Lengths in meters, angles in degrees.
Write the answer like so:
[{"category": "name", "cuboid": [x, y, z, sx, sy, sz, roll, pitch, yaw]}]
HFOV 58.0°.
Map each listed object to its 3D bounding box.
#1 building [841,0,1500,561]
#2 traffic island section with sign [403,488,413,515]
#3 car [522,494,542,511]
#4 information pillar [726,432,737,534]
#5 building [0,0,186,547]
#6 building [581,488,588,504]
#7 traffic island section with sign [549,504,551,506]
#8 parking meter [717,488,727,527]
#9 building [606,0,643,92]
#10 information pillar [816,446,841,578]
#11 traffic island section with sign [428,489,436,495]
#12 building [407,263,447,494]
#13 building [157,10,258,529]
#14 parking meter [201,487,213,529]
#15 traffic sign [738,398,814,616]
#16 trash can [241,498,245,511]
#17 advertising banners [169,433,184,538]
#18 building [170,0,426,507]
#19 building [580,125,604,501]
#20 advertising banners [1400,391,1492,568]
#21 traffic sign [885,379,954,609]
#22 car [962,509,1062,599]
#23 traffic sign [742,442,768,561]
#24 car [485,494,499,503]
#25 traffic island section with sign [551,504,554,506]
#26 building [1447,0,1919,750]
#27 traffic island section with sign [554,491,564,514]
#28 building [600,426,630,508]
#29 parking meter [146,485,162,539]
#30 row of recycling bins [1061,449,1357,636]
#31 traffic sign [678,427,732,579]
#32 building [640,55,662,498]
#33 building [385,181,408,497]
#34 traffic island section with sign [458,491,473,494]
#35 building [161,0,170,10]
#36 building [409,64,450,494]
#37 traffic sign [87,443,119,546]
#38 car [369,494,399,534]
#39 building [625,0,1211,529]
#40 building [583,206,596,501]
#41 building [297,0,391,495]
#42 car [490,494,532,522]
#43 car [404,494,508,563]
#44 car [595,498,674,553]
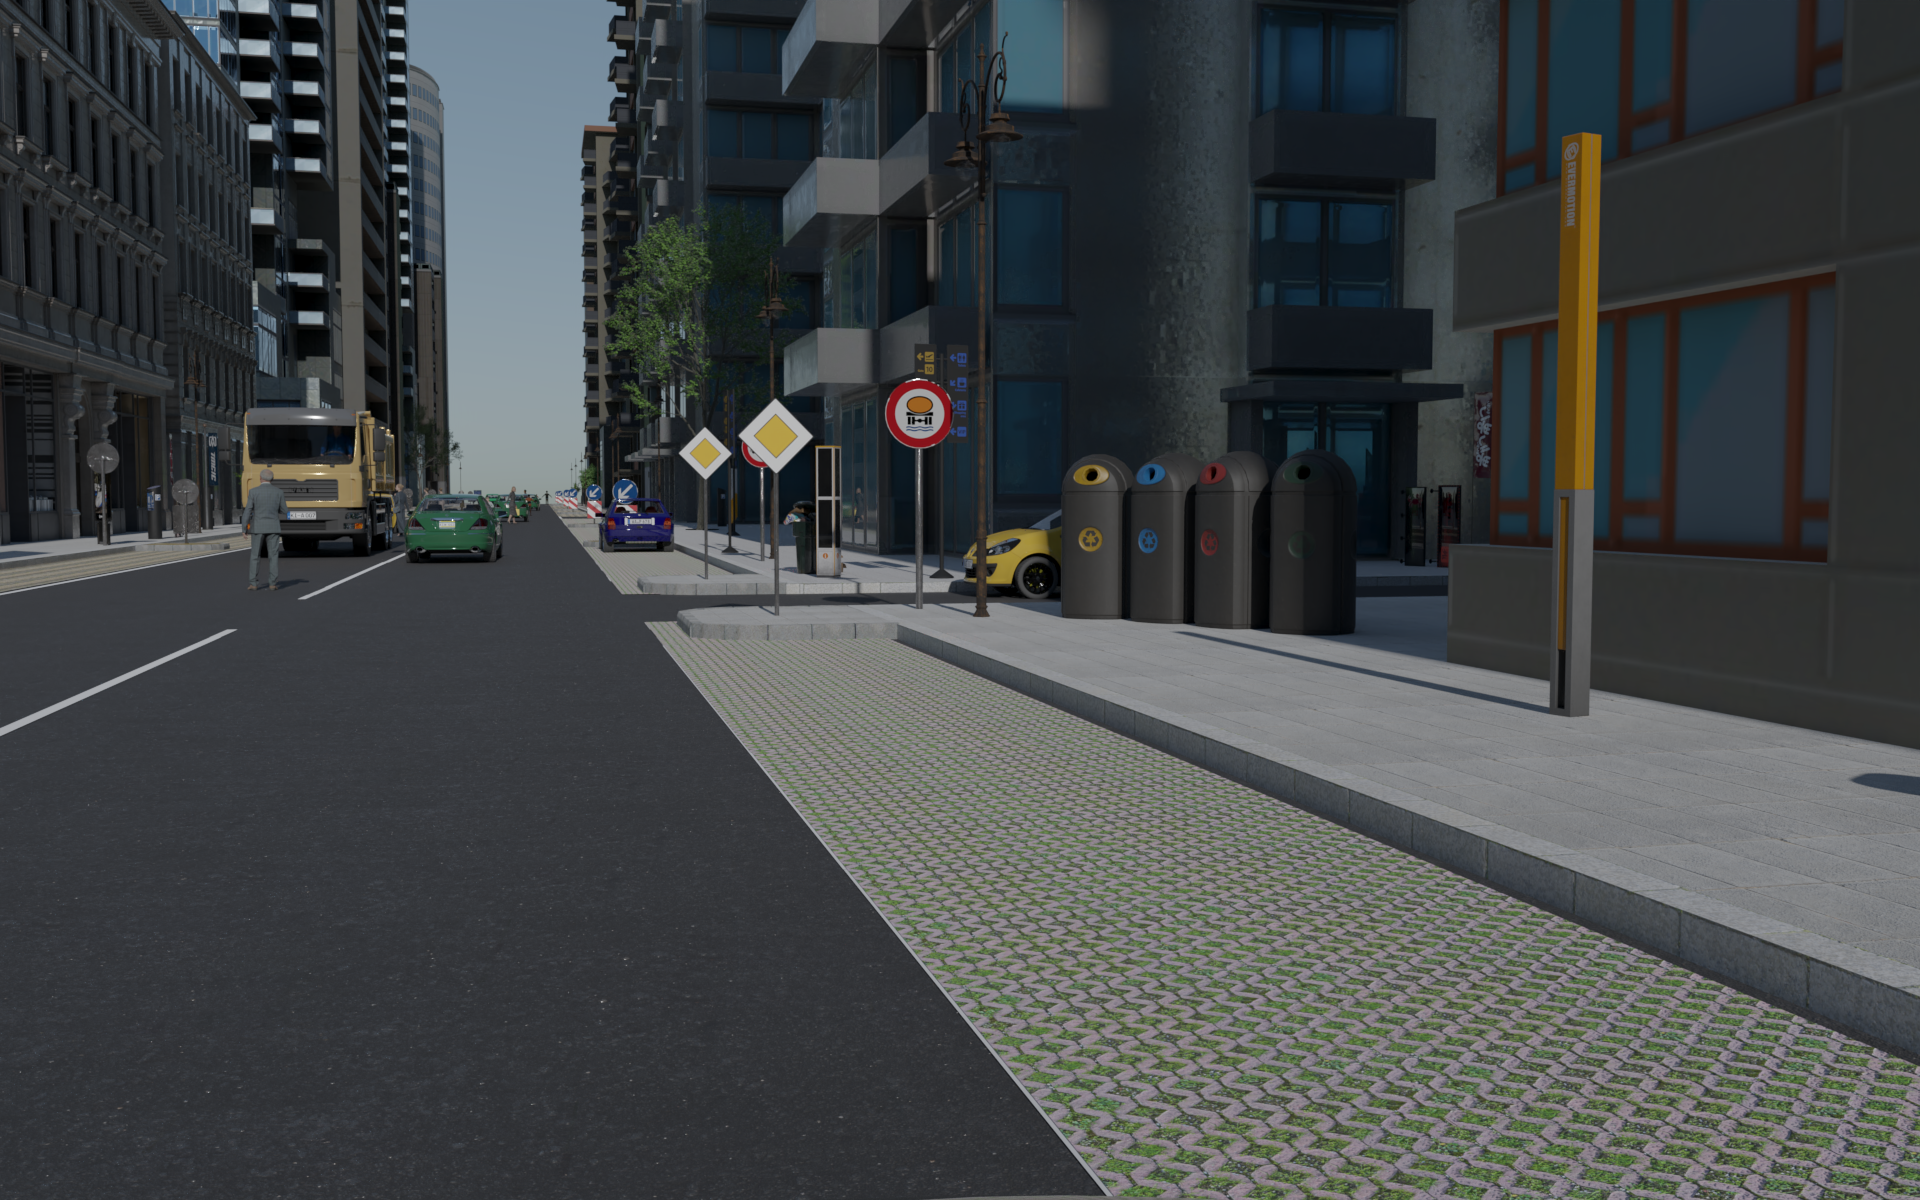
[{"category": "building", "cuboid": [10.742, -25.879, 42.723, 30.456, 49.044, 23.786, -1, 4, -14]}, {"category": "traffic island section with sign", "cuboid": [-38.179, -6.809, 119.959, 1.989, 1.847, 2.006, -1, 4, -14]}, {"category": "car", "cuboid": [-37.133, -8.398, 149.100, 2.131, 1.459, 4.920, -1, 4, -12]}, {"category": "information pillar", "cuboid": [-7.209, -3.882, 54.830, 0.183, 3.616, 0.504, -2, 4, -35]}, {"category": "building", "cuboid": [-27.867, -11.633, 41.105, 10.553, 20.767, 40.483, -1, 4, -14]}, {"category": "building", "cuboid": [-34.519, -33.061, 232.427, 32.217, 40.220, 23.993, -1, 4, -14]}, {"category": "traffic island section with sign", "cuboid": [-47.109, -11.915, 203.439, 1.989, 1.847, 2.006, -1, 4, -14]}, {"category": "parking meter", "cuboid": [-9.391, -3.666, 68.350, 0.372, 1.533, 0.369, 0, 3, 0]}, {"category": "building", "cuboid": [-14.844, -29.076, 130.012, 22.147, 44.769, 28.867, -1, 4, -14]}, {"category": "information pillar", "cuboid": [-2.015, -1.351, 26.577, 0.304, 2.012, 0.304, 1, 4, 17]}, {"category": "traffic island section with sign", "cuboid": [-44.689, -8.455, 146.859, 1.989, 1.847, 2.006, -1, 4, -14]}, {"category": "building", "cuboid": [-71.057, -26.990, 212.981, 14.160, 30.474, 14.107, -1, 4, -14]}, {"category": "building", "cuboid": [-34.879, -13.507, 69.988, 9.793, 20.994, 18.267, -1, 4, -14]}, {"category": "parking meter", "cuboid": [-27.525, -3.359, 63.329, 0.372, 1.533, 0.369, 0, 3, 0]}, {"category": "traffic sign", "cuboid": [-1.934, -0.890, 18.201, 0.795, 2.450, 0.064, -1, 4, -14]}, {"category": "trash can", "cuboid": [-27.041, -3.327, 66.055, 0.748, 1.137, 0.748, 0, 3, 0]}, {"category": "advertising banners", "cuboid": [-23.091, -3.353, 51.013, 0.090, 3.025, 2.074, -1, 4, -16]}, {"category": "building", "cuboid": [-70.213, -53.556, 188.314, 22.319, 86.520, 31.000, -1, 4, -14]}, {"category": "building", "cuboid": [-33.384, -33.688, 205.421, 22.147, 44.769, 28.867, -1, 4, -14]}, {"category": "advertising banners", "cuboid": [8.489, -2.073, 30.087, 0.090, 3.025, 2.074, -2, 4, -34]}, {"category": "traffic sign", "cuboid": [-0.453, -1.171, 19.256, 0.768, 2.556, 0.104, -1, 4, -8]}, {"category": "car", "cuboid": [2.018, -0.883, 24.667, 3.980, 1.641, 2.015, -1, 4, -14]}, {"category": "traffic sign", "cuboid": [-3.767, -2.011, 32.986, 0.768, 2.556, 0.104, -1, 4, -12]}, {"category": "car", "cuboid": [-50.400, -10.883, 186.732, 1.959, 1.807, 4.718, -1, 4, -12]}, {"category": "traffic island section with sign", "cuboid": [-33.878, -8.576, 148.842, 1.989, 1.847, 2.006, -1, 4, -14]}, {"category": "building", "cuboid": [20.546, -9.586, 1.778, 27.650, 21.520, 28.899, -1, 4, -14]}, {"category": "traffic island section with sign", "cuboid": [-27.531, -6.973, 122.642, 1.989, 1.847, 2.006, -1, 4, -14]}, {"category": "building", "cuboid": [-21.523, -51.737, 158.576, 22.319, 86.520, 31.000, -1, 4, -14]}, {"category": "parking meter", "cuboid": [-22.912, -2.499, 49.267, 0.372, 1.533, 0.369, 0, 3, 0]}, {"category": "row of recycling bins", "cuboid": [2.385, -0.610, 17.084, 1.069, 1.692, 3.534, -3, 5, -42]}, {"category": "traffic sign", "cuboid": [-3.813, -1.365, 25.963, 0.795, 2.450, 0.064, -1, 4, -14]}, {"category": "building", "cuboid": [-12.942, -20.619, 108.814, 14.160, 30.474, 14.107, -1, 4, -14]}, {"category": "building", "cuboid": [-56.814, -23.267, 152.120, 14.160, 30.474, 14.107, -1, 4, -14]}, {"category": "traffic island section with sign", "cuboid": [-57.776, -11.759, 200.893, 1.989, 1.847, 2.006, -1, 4, -14]}, {"category": "building", "cuboid": [-50.001, -48.535, 106.214, 22.319, 86.520, 31.000, -1, 4, -14]}, {"category": "building", "cuboid": [-80.561, -42.238, 232.596, 21.231, 58.520, 28.212, -1, 4, -14]}, {"category": "traffic sign", "cuboid": [-21.252, -2.622, 42.968, 0.768, 2.556, 0.104, 0, 4, -6]}, {"category": "car", "cuboid": [-21.543, -3.276, 63.793, 2.015, 1.641, 3.980, -1, 4, -14]}, {"category": "building", "cuboid": [-4.465, -28.544, 86.303, 23.786, 49.044, 30.456, -1, 4, -14]}, {"category": "building", "cuboid": [-46.759, -36.651, 249.347, 14.600, 45.320, 14.200, -1, 4, -14]}, {"category": "building", "cuboid": [-56.271, -31.160, 133.160, 21.300, 48.544, 21.600, -1, 4, -14]}, {"category": "car", "cuboid": [-23.384, -4.792, 90.147, 2.131, 1.459, 4.920, -1, 4, -14]}, {"category": "car", "cuboid": [-10.924, -1.573, 37.515, 2.131, 1.459, 4.920, -1, 4, -12]}, {"category": "car", "cuboid": [-8.162, -1.893, 43.530, 1.945, 1.354, 3.894, -1, 4, -14]}]
